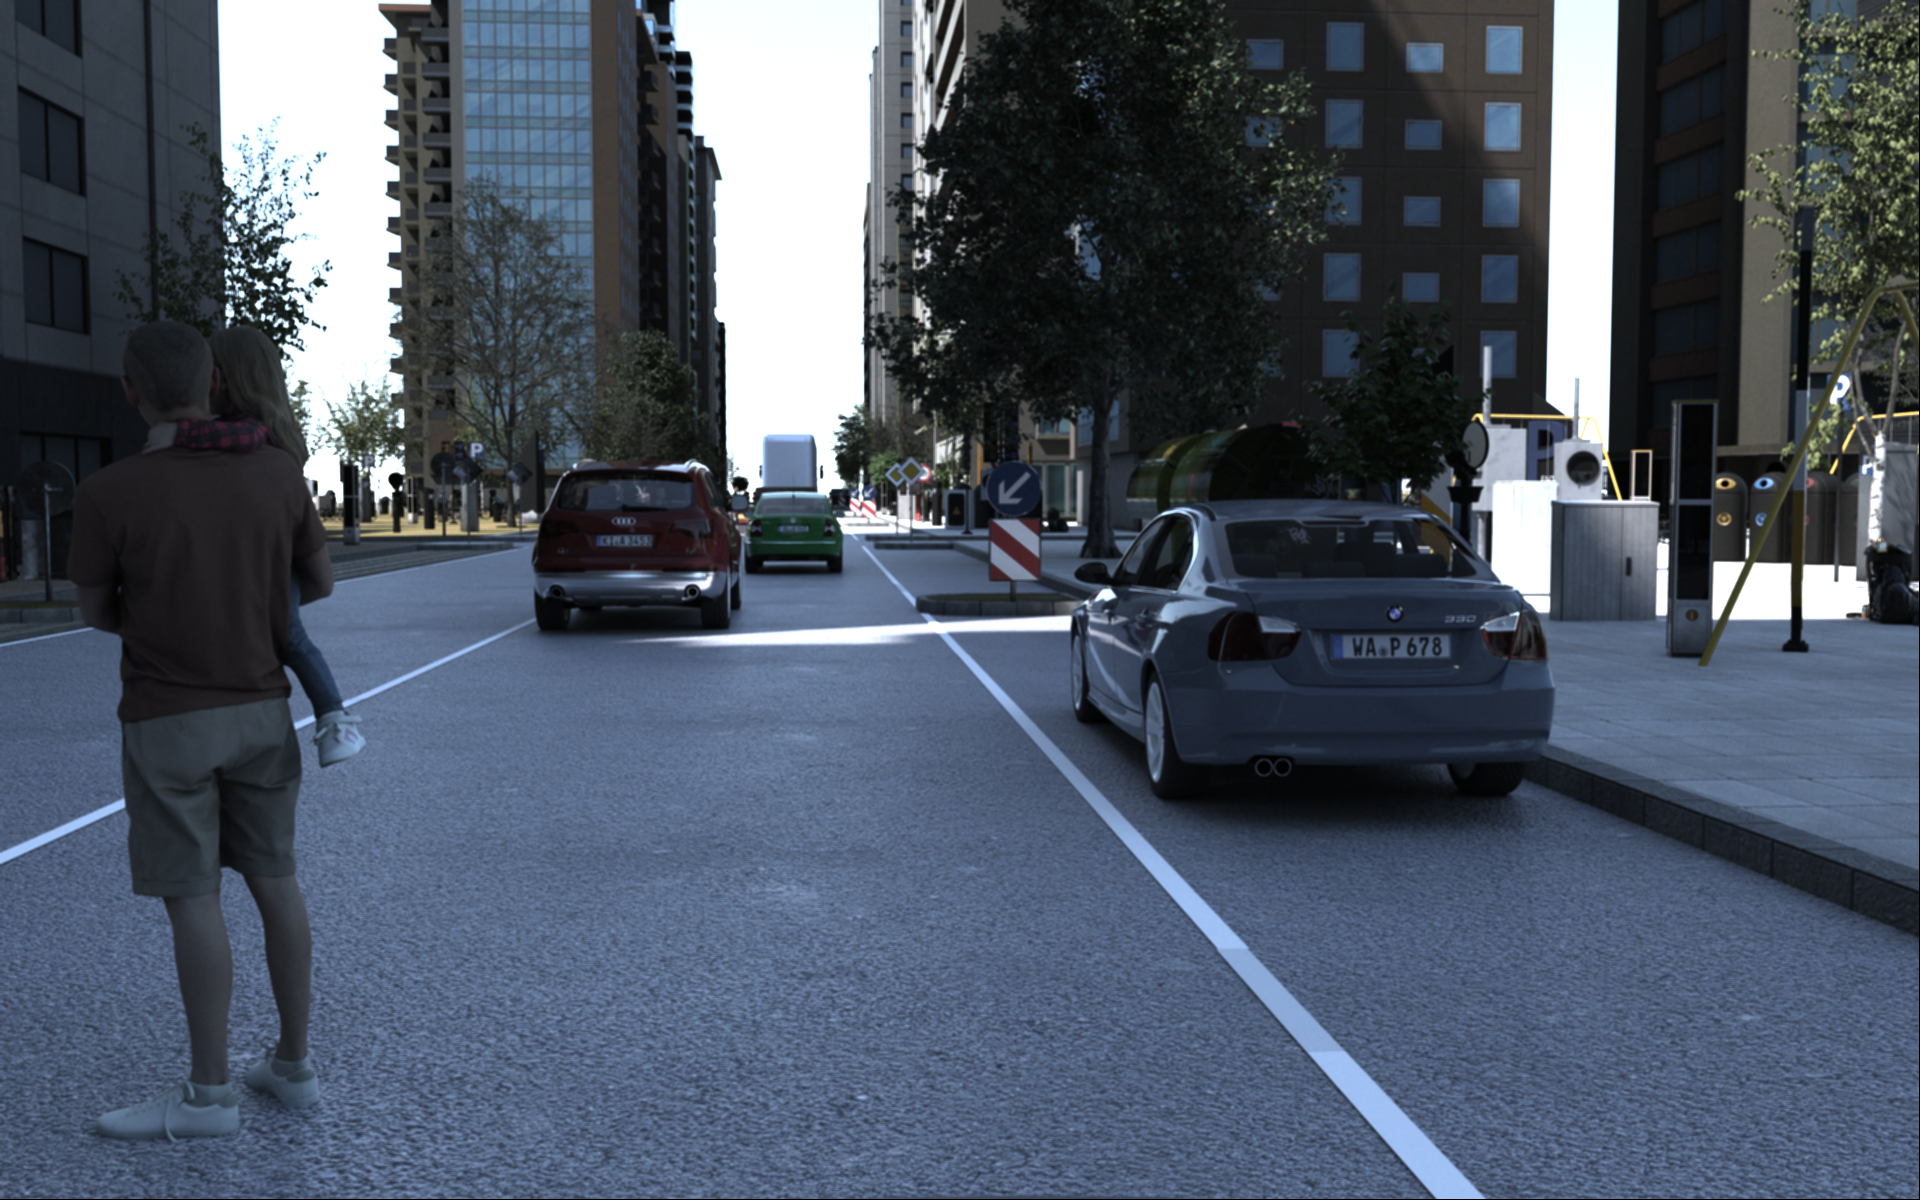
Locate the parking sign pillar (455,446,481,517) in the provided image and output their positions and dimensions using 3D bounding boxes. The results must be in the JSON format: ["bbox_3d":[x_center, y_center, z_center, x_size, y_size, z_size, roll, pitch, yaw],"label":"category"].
[{"bbox_3d":[-27.405,-6.605,96.459,1.447,3.967,1.447,0,4,-2],"label":"parking sign pillar"}]

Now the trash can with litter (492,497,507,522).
[{"bbox_3d":[-20.749,-4.108,78.557,1.055,1.170,0.624,3,4,37],"label":"trash can with litter"}]

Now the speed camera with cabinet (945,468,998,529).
[{"bbox_3d":[0.489,-4.194,62.901,2.038,3.252,0.660,1,4,18],"label":"speed camera with cabinet"}]

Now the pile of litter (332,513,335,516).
[{"bbox_3d":[-37.705,-5.397,102.199,1.719,0.858,1.176,0,4,8],"label":"pile of litter"}]

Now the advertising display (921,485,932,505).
[{"bbox_3d":[-2.184,-6.841,117.065,0.974,1.923,0.123,-1,4,-14],"label":"advertising display"}]

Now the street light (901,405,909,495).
[{"bbox_3d":[-2.871,-7.147,89.645,0.468,5.910,1.993,0,4,-5],"label":"street light"}]

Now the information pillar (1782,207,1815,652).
[{"bbox_3d":[6.820,-1.387,14.032,0.183,3.616,0.504,2,4,27],"label":"information pillar"}]

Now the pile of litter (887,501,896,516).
[{"bbox_3d":[-3.632,-5.308,100.750,1.176,0.858,1.719,-2,4,-29],"label":"pile of litter"}]

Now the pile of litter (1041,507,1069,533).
[{"bbox_3d":[2.928,-2.696,58.037,1.719,0.858,1.176,-2,4,-26],"label":"pile of litter"}]

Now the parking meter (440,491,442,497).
[{"bbox_3d":[-36.379,-6.936,121.817,0.372,1.533,0.369,0,3,0],"label":"parking meter"}]

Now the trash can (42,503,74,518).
[{"bbox_3d":[-14.613,-1.014,28.233,0.748,1.137,0.748,0,3,0],"label":"trash can"}]

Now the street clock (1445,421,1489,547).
[{"bbox_3d":[5.011,-0.773,17.201,0.471,2.002,0.358,-3,5,-40],"label":"street clock"}]

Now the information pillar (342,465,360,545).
[{"bbox_3d":[-15.300,-2.387,43.513,0.304,2.012,0.304,0,4,4],"label":"information pillar"}]

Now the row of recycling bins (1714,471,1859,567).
[{"bbox_3d":[15.337,-1.515,31.882,1.069,1.692,3.534,-2,4,-33],"label":"row of recycling bins"}]

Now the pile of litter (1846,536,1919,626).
[{"bbox_3d":[9.634,-0.216,17.502,1.176,0.858,1.719,2,4,24],"label":"pile of litter"}]

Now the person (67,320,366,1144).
[{"bbox_3d":[-1.701,0.272,4.021,0.573,1.828,0.580,0,4,-6],"label":"person"}]

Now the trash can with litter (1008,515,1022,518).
[{"bbox_3d":[2.159,-2.972,59.972,1.055,1.170,0.624,0,4,5],"label":"trash can with litter"}]

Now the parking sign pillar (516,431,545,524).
[{"bbox_3d":[-18.472,-5.287,74.908,1.447,3.967,1.447,-3,5,-44],"label":"parking sign pillar"}]

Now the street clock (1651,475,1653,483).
[{"bbox_3d":[22.825,-3.254,57.766,0.471,2.002,0.358,1,4,14],"label":"street clock"}]

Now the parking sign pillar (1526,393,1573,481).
[{"bbox_3d":[15.610,-3.499,45.684,1.447,3.967,1.447,-3,4,-38],"label":"parking sign pillar"}]

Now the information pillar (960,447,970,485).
[{"bbox_3d":[0.228,-5.085,74.492,0.504,3.616,0.183,3,5,41],"label":"information pillar"}]

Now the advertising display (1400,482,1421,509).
[{"bbox_3d":[11.180,-2.254,42.065,0.974,1.923,0.123,2,4,28],"label":"advertising display"}]

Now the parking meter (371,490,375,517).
[{"bbox_3d":[-32.755,-5.383,96.421,0.372,1.533,0.369,0,3,0],"label":"parking meter"}]

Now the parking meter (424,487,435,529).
[{"bbox_3d":[-19.407,-3.359,63.326,0.372,1.533,0.369,0,3,0],"label":"parking meter"}]

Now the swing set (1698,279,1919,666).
[{"bbox_3d":[7.138,-0.851,11.530,2.862,2.851,3.119,0,4,-8],"label":"swing set"}]

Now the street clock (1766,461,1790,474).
[{"bbox_3d":[17.903,-2.040,37.928,0.358,2.002,0.471,-2,4,-34],"label":"street clock"}]

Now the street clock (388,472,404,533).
[{"bbox_3d":[-18.761,-3.246,57.646,0.471,2.002,0.358,0,4,0],"label":"street clock"}]

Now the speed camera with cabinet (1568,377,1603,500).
[{"bbox_3d":[9.736,-2.135,29.247,2.038,3.252,0.660,0,4,4],"label":"speed camera with cabinet"}]

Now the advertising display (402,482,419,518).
[{"bbox_3d":[-29.941,-5.452,94.352,0.123,1.923,0.974,3,5,40],"label":"advertising display"}]

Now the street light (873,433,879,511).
[{"bbox_3d":[-6.220,-9.534,128.661,0.468,5.910,1.993,0,4,-5],"label":"street light"}]

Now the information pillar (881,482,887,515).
[{"bbox_3d":[-4.611,-6.158,105.170,0.304,2.012,0.304,-1,4,-14],"label":"information pillar"}]

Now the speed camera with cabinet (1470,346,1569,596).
[{"bbox_3d":[7.233,-1.729,22.605,0.660,3.252,2.038,0,4,2],"label":"speed camera with cabinet"}]

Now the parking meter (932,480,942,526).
[{"bbox_3d":[-0.923,-3.911,69.661,0.255,1.863,0.399,-3,5,-45],"label":"parking meter"}]

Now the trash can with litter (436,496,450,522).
[{"bbox_3d":[-23.946,-4.214,80.283,0.624,1.170,1.055,-1,4,-15],"label":"trash can with litter"}]

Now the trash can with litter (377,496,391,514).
[{"bbox_3d":[-36.400,-5.993,109.371,0.624,1.170,1.055,1,4,10],"label":"trash can with litter"}]

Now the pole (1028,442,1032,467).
[{"bbox_3d":[2.751,-4.549,68.211,0.158,3.312,0.155,0,3,0],"label":"pole"}]

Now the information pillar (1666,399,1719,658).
[{"bbox_3d":[5.760,-0.559,13.635,0.304,2.012,0.304,1,4,15],"label":"information pillar"}]

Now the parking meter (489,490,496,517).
[{"bbox_3d":[-26.372,-5.465,97.761,0.372,1.533,0.369,0,3,0],"label":"parking meter"}]

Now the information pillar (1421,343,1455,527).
[{"bbox_3d":[7.487,-2.186,27.099,0.504,3.616,0.183,2,4,30],"label":"information pillar"}]

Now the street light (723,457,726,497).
[{"bbox_3d":[-28.891,-14.662,212.503,0.468,5.910,1.993,0,4,-5],"label":"street light"}]

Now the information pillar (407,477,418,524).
[{"bbox_3d":[-23.718,-4.314,75.030,0.304,2.012,0.304,2,4,29],"label":"information pillar"}]

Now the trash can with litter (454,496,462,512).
[{"bbox_3d":[-35.917,-6.863,123.604,1.055,1.170,0.624,-1,4,-9],"label":"trash can with litter"}]

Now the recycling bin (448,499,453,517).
[{"bbox_3d":[-29.122,-5.229,98.042,0.722,1.027,0.722,-2,4,-26],"label":"recycling bin"}]

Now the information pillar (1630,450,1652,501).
[{"bbox_3d":[11.422,-1.504,29.088,0.304,2.012,0.304,1,4,15],"label":"information pillar"}]

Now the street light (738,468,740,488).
[{"bbox_3d":[-32.067,-17.041,251.414,0.468,5.910,1.993,0,4,-5],"label":"street light"}]

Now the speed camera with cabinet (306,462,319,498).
[{"bbox_3d":[-39.467,-6.741,104.543,0.660,3.252,2.038,0,4,7],"label":"speed camera with cabinet"}]

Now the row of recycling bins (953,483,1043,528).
[{"bbox_3d":[1.388,-3.530,64.831,3.534,1.692,1.069,1,4,17],"label":"row of recycling bins"}]

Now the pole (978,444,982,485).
[{"bbox_3d":[0.815,-4.660,70.039,0.158,3.312,0.155,0,3,0],"label":"pole"}]

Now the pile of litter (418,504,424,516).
[{"bbox_3d":[-31.663,-5.364,101.668,1.176,0.858,1.719,-1,4,-11],"label":"pile of litter"}]

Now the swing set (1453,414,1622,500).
[{"bbox_3d":[11.534,-2.256,34.513,3.119,2.851,2.862,-1,4,-22],"label":"swing set"}]

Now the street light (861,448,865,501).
[{"bbox_3d":[-9.223,-11.763,165.104,0.468,5.910,1.993,0,4,-5],"label":"street light"}]

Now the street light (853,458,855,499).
[{"bbox_3d":[-12.556,-14.195,204.876,0.468,5.910,1.993,0,4,-5],"label":"street light"}]

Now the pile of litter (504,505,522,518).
[{"bbox_3d":[-23.677,-4.784,92.183,1.719,0.858,1.176,-2,4,-29],"label":"pile of litter"}]

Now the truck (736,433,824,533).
[{"bbox_3d":[-7.280,-4.969,70.995,2.967,4.110,18.799,0,4,-3],"label":"truck"}]
